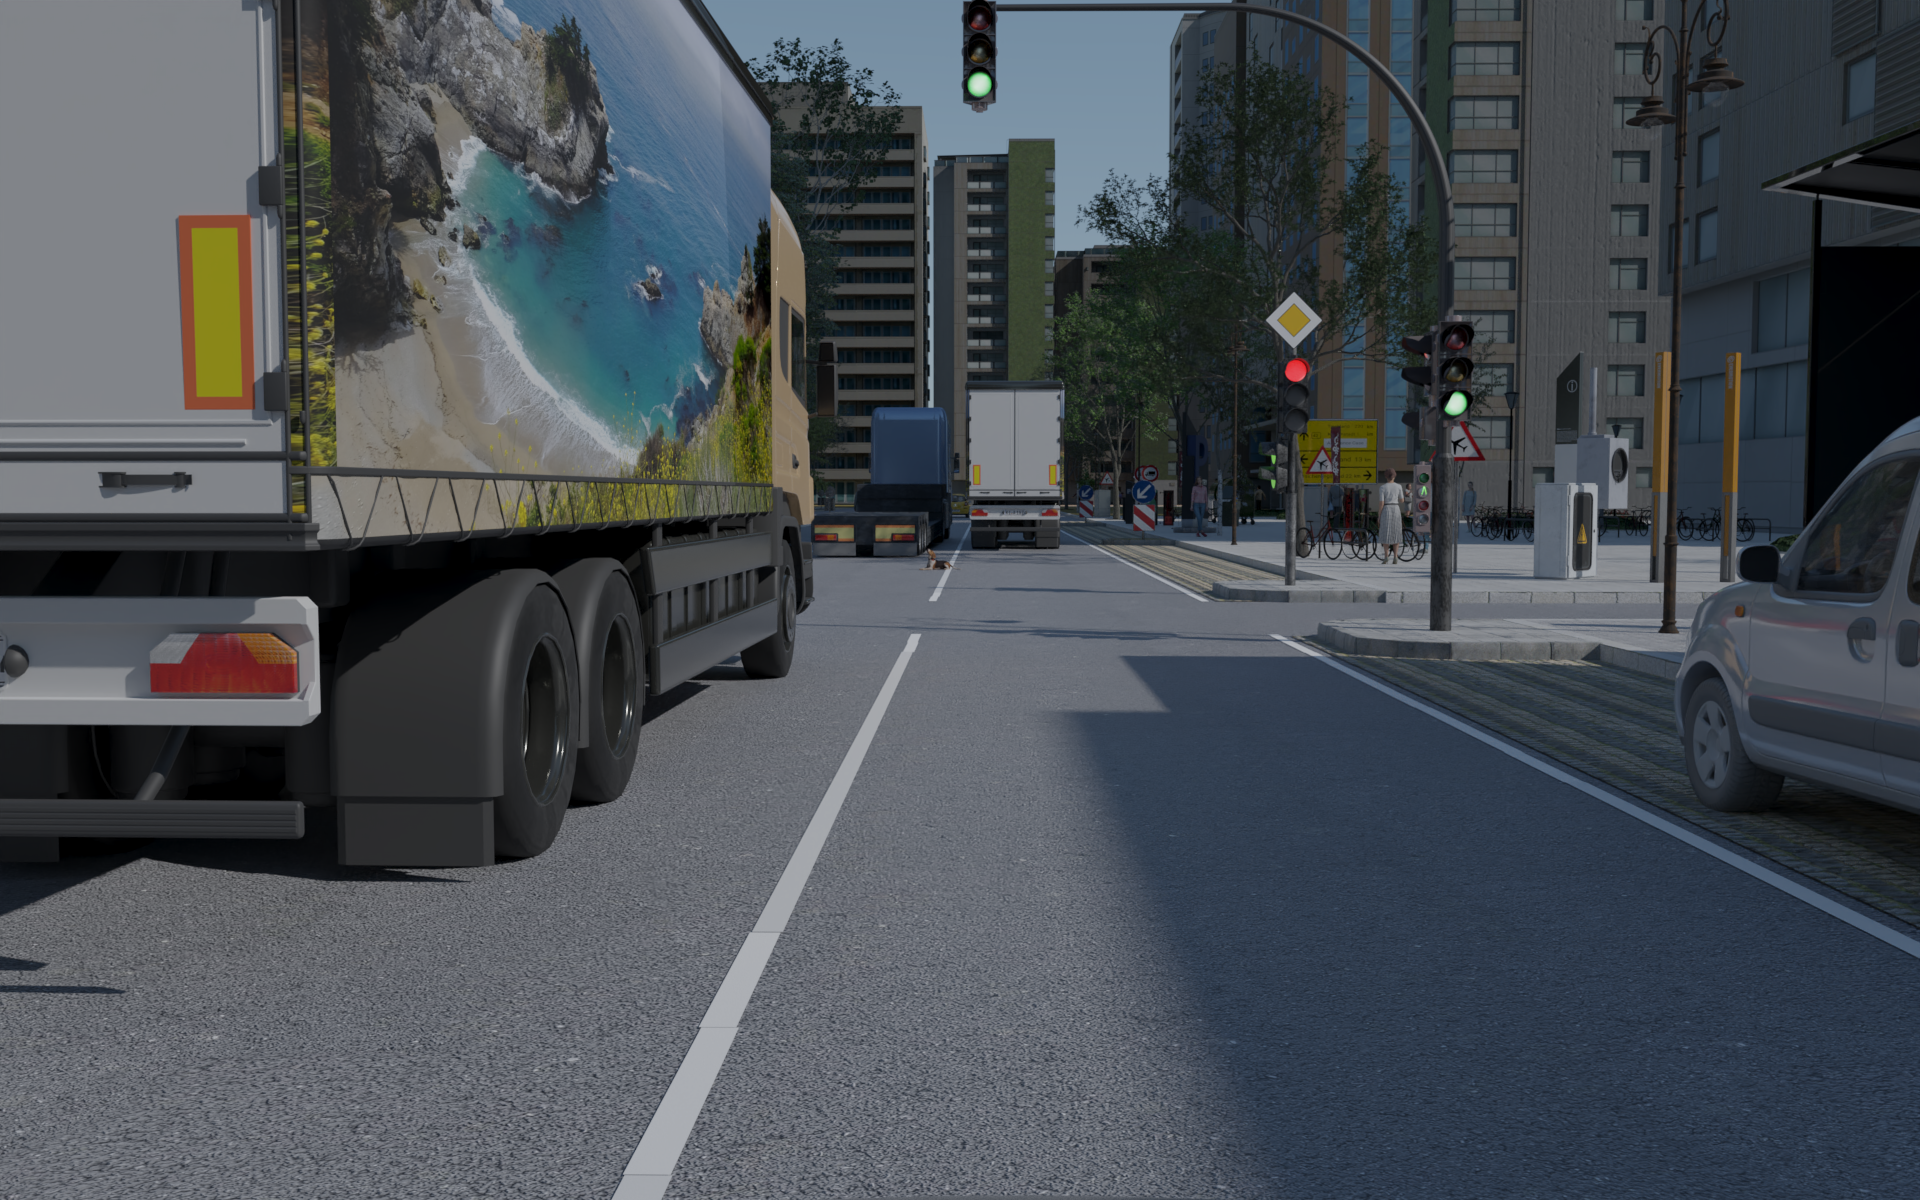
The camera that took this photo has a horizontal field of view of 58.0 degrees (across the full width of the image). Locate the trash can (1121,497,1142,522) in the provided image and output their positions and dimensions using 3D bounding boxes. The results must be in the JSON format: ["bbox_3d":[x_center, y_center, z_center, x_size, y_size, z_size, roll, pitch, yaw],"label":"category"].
[{"bbox_3d":[7.893,-4.237,80.930,0.748,1.137,0.748,0,3,0],"label":"trash can"}]

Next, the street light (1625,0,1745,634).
[{"bbox_3d":[6.542,-2.631,15.807,0.468,5.910,1.993,0,4,1],"label":"street light"}]

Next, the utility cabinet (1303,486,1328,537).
[{"bbox_3d":[10.203,-2.575,50.777,0.318,1.500,1.173,-3,5,-44],"label":"utility cabinet"}]

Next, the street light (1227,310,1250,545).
[{"bbox_3d":[6.901,-4.321,43.429,0.468,5.910,1.993,0,4,1],"label":"street light"}]

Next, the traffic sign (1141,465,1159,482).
[{"bbox_3d":[8.269,-4.602,75.349,0.768,2.556,0.104,0,4,4],"label":"traffic sign"}]

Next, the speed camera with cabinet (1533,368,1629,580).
[{"bbox_3d":[9.563,-1.972,26.586,0.660,3.252,2.038,3,5,45],"label":"speed camera with cabinet"}]

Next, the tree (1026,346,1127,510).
[{"bbox_3d":[8.833,-14.147,141.666,12.009,13.543,11.850,0,3,0],"label":"tree"}]

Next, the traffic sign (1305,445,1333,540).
[{"bbox_3d":[9.648,-2.823,46.165,0.884,2.594,0.081,0,4,8],"label":"traffic sign"}]

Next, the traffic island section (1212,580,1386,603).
[{"bbox_3d":[4.654,-0.123,24.299,2.009,0.180,2.903,0,4,1],"label":"traffic island section"}]

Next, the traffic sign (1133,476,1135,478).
[{"bbox_3d":[9.701,-5.700,92.922,0.795,2.593,0.064,0,4,3],"label":"traffic sign"}]

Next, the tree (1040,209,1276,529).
[{"bbox_3d":[8.247,-8.416,63.357,9.928,11.665,9.643,0,3,0],"label":"tree"}]

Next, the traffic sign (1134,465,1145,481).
[{"bbox_3d":[8.103,-4.690,76.793,0.768,2.556,0.104,0,4,2],"label":"traffic sign"}]

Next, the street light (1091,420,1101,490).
[{"bbox_3d":[7.769,-7.716,98.943,0.468,5.910,1.993,0,4,1],"label":"street light"}]

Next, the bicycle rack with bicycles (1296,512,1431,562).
[{"bbox_3d":[8.216,-1.249,33.811,2.852,0.926,2.925,-1,4,-17],"label":"bicycle rack with bicycles"}]

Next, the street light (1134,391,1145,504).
[{"bbox_3d":[7.360,-6.016,71.147,0.468,5.910,1.993,0,4,1],"label":"street light"}]

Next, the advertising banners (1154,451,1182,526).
[{"bbox_3d":[8.465,-4.542,70.456,2.074,3.025,0.090,3,5,39],"label":"advertising banners"}]

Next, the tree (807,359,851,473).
[{"bbox_3d":[-7.564,-8.233,87.422,4.360,8.622,3.978,0,3,0],"label":"tree"}]

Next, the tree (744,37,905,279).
[{"bbox_3d":[-8.849,-12.824,68.012,12.611,20.169,13.585,0,3,0],"label":"tree"}]

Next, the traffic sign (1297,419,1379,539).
[{"bbox_3d":[10.148,-3.239,46.824,2.265,3.308,0.079,0,4,2],"label":"traffic sign"}]

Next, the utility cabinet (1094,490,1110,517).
[{"bbox_3d":[7.786,-5.270,94.847,0.318,1.500,1.173,3,4,37],"label":"utility cabinet"}]

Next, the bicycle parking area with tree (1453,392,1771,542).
[{"bbox_3d":[17.993,-3.796,49.074,8.231,4.147,9.016,0,4,1],"label":"bicycle parking area with tree"}]

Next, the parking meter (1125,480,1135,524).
[{"bbox_3d":[7.317,-4.192,74.247,0.399,1.863,0.255,3,4,37],"label":"parking meter"}]

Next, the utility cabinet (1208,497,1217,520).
[{"bbox_3d":[12.322,-4.493,84.621,0.306,1.237,1.020,1,4,21],"label":"utility cabinet"}]

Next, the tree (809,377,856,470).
[{"bbox_3d":[-15.342,-15.770,168.215,12.009,13.543,11.850,0,3,0],"label":"tree"}]

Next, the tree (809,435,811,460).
[{"bbox_3d":[-15.896,-13.787,143.547,7.486,12.596,7.792,0,3,0],"label":"tree"}]

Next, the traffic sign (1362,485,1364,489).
[{"bbox_3d":[11.326,-2.851,48.745,0.606,2.300,0.079,0,4,7],"label":"traffic sign"}]

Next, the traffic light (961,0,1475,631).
[{"bbox_3d":[2.401,-2.534,16.091,4.771,5.953,1.251,0,4,1],"label":"traffic light"}]

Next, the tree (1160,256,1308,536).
[{"bbox_3d":[8.238,-6.284,53.109,4.360,8.622,3.978,0,3,0],"label":"tree"}]

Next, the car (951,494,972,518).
[{"bbox_3d":[-0.294,-5.832,105.583,2.015,1.641,3.980,0,4,0],"label":"car"}]

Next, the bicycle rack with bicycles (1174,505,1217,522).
[{"bbox_3d":[11.088,-4.084,80.149,2.925,0.926,2.852,1,4,20],"label":"bicycle rack with bicycles"}]

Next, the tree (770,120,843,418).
[{"bbox_3d":[-8.213,-9.038,56.877,9.857,13.997,8.962,0,3,0],"label":"tree"}]

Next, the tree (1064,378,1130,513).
[{"bbox_3d":[8.464,-9.585,107.075,4.360,8.622,3.978,0,3,0],"label":"tree"}]

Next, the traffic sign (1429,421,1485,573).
[{"bbox_3d":[8.027,-1.713,28.011,0.884,2.594,0.081,0,4,7],"label":"traffic sign"}]

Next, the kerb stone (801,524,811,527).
[{"bbox_3d":[-6.813,-3.341,76.829,0.120,0.150,1.000,0,4,1],"label":"kerb stone"}]

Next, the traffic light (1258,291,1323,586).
[{"bbox_3d":[4.614,-2.157,24.186,0.839,4.253,0.868,0,4,1],"label":"traffic light"}]

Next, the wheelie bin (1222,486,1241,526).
[{"bbox_3d":[10.729,-3.728,68.862,0.693,1.594,0.980,-3,5,-44],"label":"wheelie bin"}]

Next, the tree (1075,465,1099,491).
[{"bbox_3d":[8.410,-7.339,114.589,1.663,3.219,1.824,0,3,0],"label":"tree"}]

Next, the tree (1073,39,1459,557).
[{"bbox_3d":[6.840,-6.183,35.503,8.767,10.594,7.601,-3,4,-36],"label":"tree"}]

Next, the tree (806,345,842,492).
[{"bbox_3d":[-7.637,-7.949,82.783,4.737,8.622,4.395,0,3,0],"label":"tree"}]

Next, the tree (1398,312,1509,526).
[{"bbox_3d":[19.770,-7.281,69.408,4.360,8.622,3.978,0,3,0],"label":"tree"}]

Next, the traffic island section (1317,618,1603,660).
[{"bbox_3d":[4.534,0.365,16.315,2.009,0.180,2.903,0,4,1],"label":"traffic island section"}]

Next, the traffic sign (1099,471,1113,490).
[{"bbox_3d":[8.287,-5.964,97.522,0.884,2.594,0.081,0,4,6],"label":"traffic sign"}]

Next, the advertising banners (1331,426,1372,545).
[{"bbox_3d":[9.923,-2.930,44.088,0.090,3.025,2.074,-1,4,-16],"label":"advertising banners"}]
